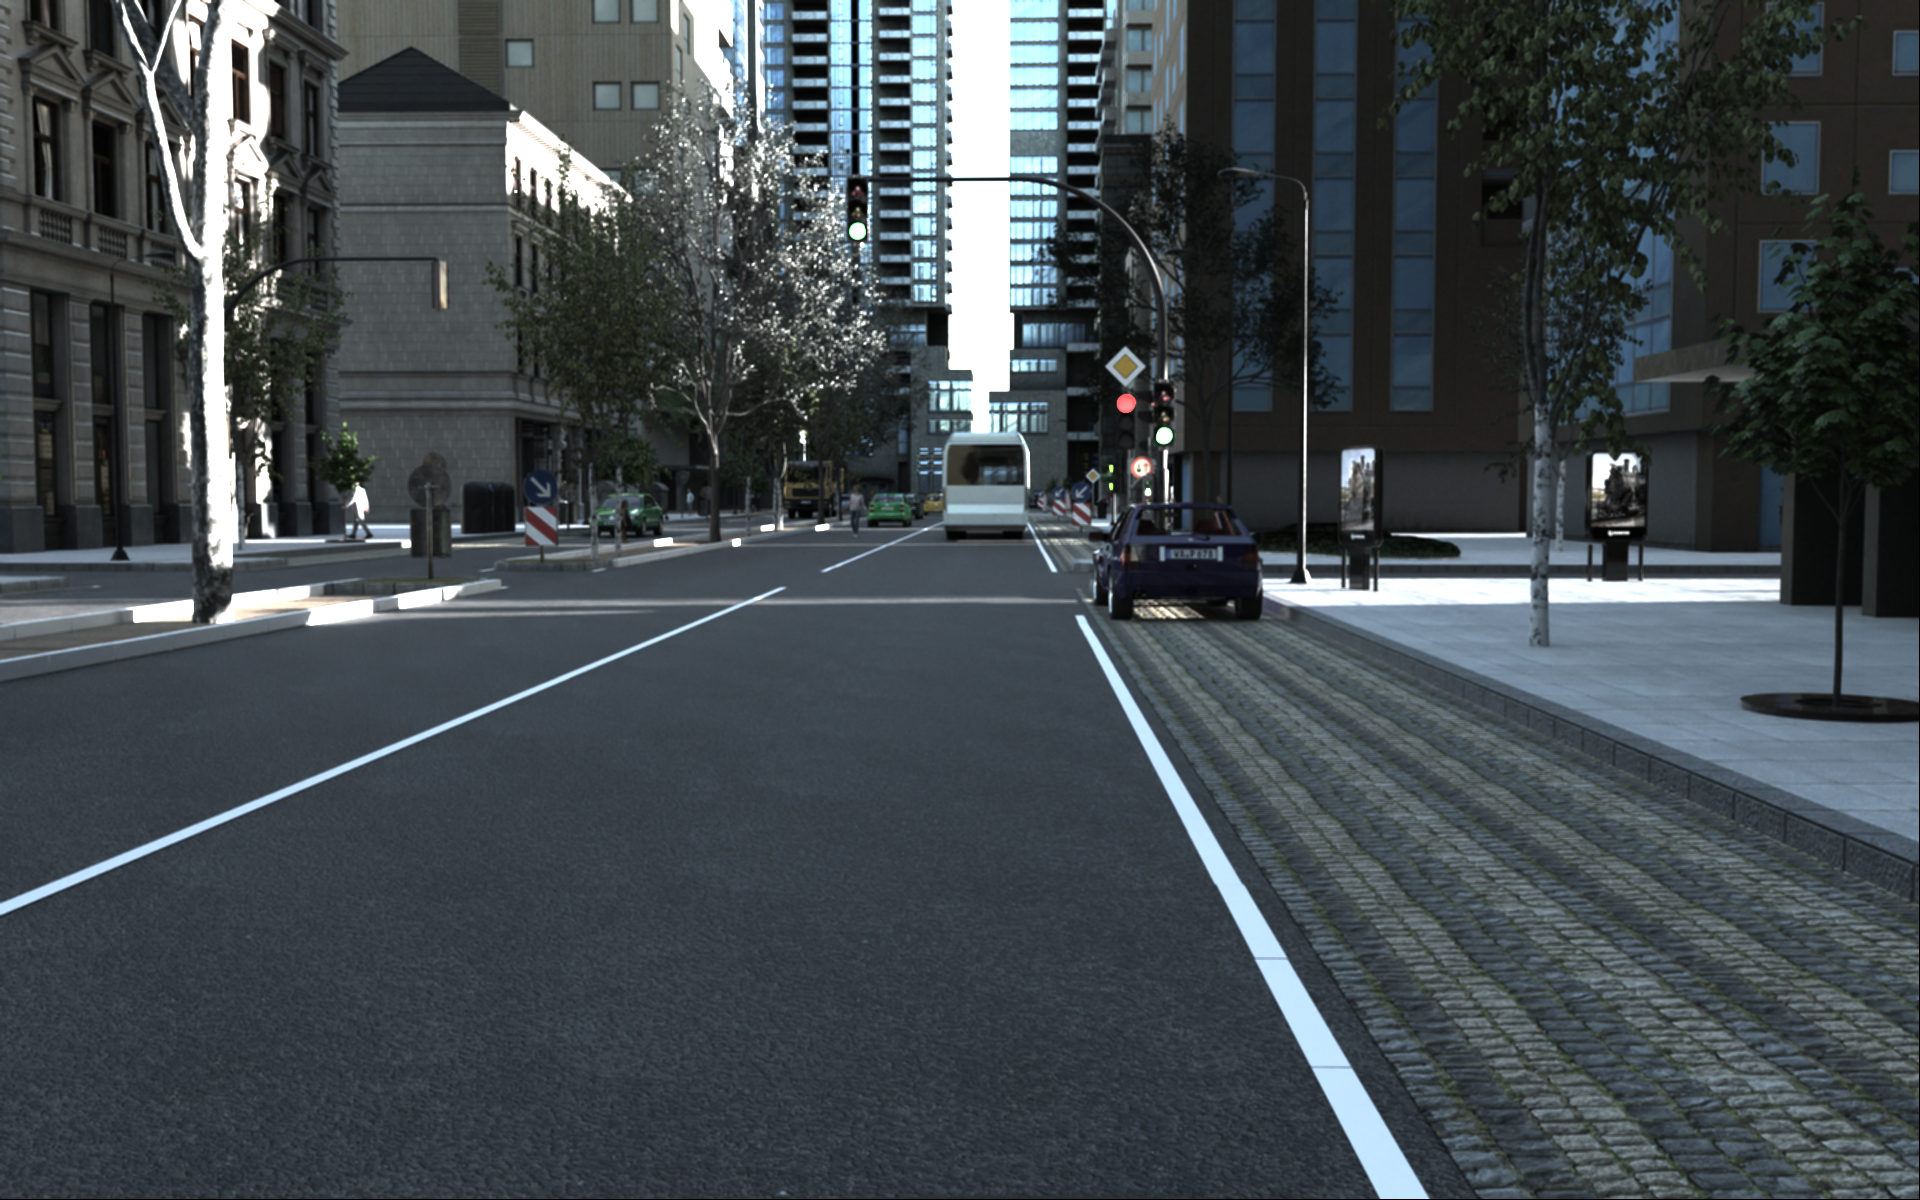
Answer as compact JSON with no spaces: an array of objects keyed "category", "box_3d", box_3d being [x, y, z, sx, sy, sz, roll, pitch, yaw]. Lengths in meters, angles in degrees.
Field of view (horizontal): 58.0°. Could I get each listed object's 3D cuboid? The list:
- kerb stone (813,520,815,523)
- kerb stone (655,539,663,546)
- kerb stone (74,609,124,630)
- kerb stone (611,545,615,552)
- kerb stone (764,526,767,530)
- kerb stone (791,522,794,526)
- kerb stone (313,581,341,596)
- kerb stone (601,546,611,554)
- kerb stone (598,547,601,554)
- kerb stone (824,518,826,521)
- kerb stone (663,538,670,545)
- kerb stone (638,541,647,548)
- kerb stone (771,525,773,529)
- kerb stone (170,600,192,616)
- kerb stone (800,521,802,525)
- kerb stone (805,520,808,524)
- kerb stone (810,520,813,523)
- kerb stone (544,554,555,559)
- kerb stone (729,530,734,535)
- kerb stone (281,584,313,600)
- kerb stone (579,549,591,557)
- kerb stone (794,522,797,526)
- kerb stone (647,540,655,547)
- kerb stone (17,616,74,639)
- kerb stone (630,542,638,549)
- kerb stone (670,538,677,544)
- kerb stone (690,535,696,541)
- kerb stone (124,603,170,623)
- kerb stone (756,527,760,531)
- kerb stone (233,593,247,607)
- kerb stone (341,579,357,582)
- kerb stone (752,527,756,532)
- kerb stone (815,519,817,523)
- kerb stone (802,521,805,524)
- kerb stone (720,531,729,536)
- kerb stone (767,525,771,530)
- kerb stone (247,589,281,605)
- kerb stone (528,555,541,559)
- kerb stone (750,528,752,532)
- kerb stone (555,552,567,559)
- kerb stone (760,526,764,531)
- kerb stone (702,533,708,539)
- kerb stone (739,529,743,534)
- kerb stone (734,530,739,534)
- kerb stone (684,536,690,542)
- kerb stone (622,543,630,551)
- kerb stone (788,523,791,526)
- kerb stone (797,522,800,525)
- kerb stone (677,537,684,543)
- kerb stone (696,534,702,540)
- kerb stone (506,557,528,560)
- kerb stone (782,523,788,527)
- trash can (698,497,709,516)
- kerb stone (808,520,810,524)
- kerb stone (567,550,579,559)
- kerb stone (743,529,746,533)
[{"category":"kerb stone","box_3d":[-7.325,-3.816,84.636,0.120,0.150,1.000,0,4,2]},{"category":"kerb stone","box_3d":[-8.424,-1.560,47.723,0.120,0.150,1.000,0,4,2]},{"category":"kerb stone","box_3d":[-9.303,0.225,18.549,0.120,0.150,1.000,0,4,2]},{"category":"kerb stone","box_3d":[-8.588,-1.247,42.607,0.120,0.150,1.000,0,4,2]},{"category":"kerb stone","box_3d":[-7.818,-2.816,68.237,0.120,0.150,1.000,0,4,2]},{"category":"kerb stone","box_3d":[-7.576,-3.317,76.425,0.120,0.150,1.000,0,4,2]},{"category":"kerb stone","box_3d":[-9.123,-0.153,24.696,0.120,0.150,1.000,0,4,2]},{"category":"kerb stone","box_3d":[-8.613,-1.186,41.581,0.120,0.150,1.000,0,4,2]},{"category":"kerb stone","box_3d":[-8.641,-1.121,40.555,0.120,0.150,1.000,0,4,2]},{"category":"kerb stone","box_3d":[-7.174,-4.133,89.771,0.120,0.150,1.000,0,4,2]},{"category":"kerb stone","box_3d":[-8.390,-1.625,48.757,0.120,0.150,1.000,0,4,2]},{"category":"kerb stone","box_3d":[-8.488,-1.436,45.678,0.120,0.150,1.000,0,4,2]},{"category":"kerb stone","box_3d":[-7.754,-2.936,70.281,0.120,0.150,1.000,0,4,2]},{"category":"kerb stone","box_3d":[-9.236,0.098,20.592,0.120,0.150,1.000,0,4,2]},{"category":"kerb stone","box_3d":[-7.478,-3.504,79.491,0.120,0.150,1.000,0,4,2]},{"category":"kerb stone","box_3d":[-7.417,-3.630,81.556,0.120,0.150,1.000,0,4,2]},{"category":"kerb stone","box_3d":[-7.355,-3.756,83.610,0.120,0.150,1.000,0,4,2]},{"category":"kerb stone","box_3d":[-8.769,-0.872,36.456,0.120,0.150,1.000,0,4,2]},{"category":"kerb stone","box_3d":[-8.064,-2.314,60.032,0.120,0.150,1.000,0,4,2]},{"category":"kerb stone","box_3d":[-9.145,-0.087,23.666,0.120,0.150,1.000,0,4,2]},{"category":"kerb stone","box_3d":[-8.674,-1.060,39.533,0.120,0.150,1.000,0,4,2]},{"category":"kerb stone","box_3d":[-7.540,-3.379,77.447,0.120,0.150,1.000,0,4,2]},{"category":"kerb stone","box_3d":[-8.466,-1.497,46.700,0.120,0.150,1.000,0,4,2]},{"category":"kerb stone","box_3d":[-9.328,0.286,17.526,0.120,0.150,1.000,0,4,2]},{"category":"kerb stone","box_3d":[-8.524,-1.374,44.656,0.120,0.150,1.000,0,4,2]},{"category":"kerb stone","box_3d":[-8.366,-1.687,49.785,0.120,0.150,1.000,0,4,2]},{"category":"kerb stone","box_3d":[-8.279,-1.877,52.876,0.120,0.150,1.000,0,4,2]},{"category":"kerb stone","box_3d":[-9.265,0.162,19.571,0.120,0.150,1.000,0,4,2]},{"category":"kerb stone","box_3d":[-7.876,-2.690,66.185,0.120,0.150,1.000,0,4,2]},{"category":"kerb stone","box_3d":[-9.210,0.035,21.616,0.120,0.150,1.000,0,4,2]},{"category":"kerb stone","box_3d":[-9.087,-0.216,25.722,0.120,0.150,1.000,0,4,2]},{"category":"kerb stone","box_3d":[-7.912,-2.628,65.163,0.120,0.150,1.000,0,4,2]},{"category":"kerb stone","box_3d":[-7.294,-3.882,85.660,0.120,0.150,1.000,0,4,2]},{"category":"kerb stone","box_3d":[-7.452,-3.562,80.520,0.120,0.150,1.000,0,4,2]},{"category":"kerb stone","box_3d":[-8.099,-2.246,59.011,0.120,0.150,1.000,0,4,2]},{"category":"kerb stone","box_3d":[-7.781,-2.879,69.259,0.120,0.150,1.000,0,4,2]},{"category":"kerb stone","box_3d":[-9.178,-0.027,22.642,0.120,0.150,1.000,0,4,2]},{"category":"kerb stone","box_3d":[-8.800,-0.809,35.430,0.120,0.150,1.000,0,4,2]},{"category":"kerb stone","box_3d":[-7.932,-2.565,64.135,0.120,0.150,1.000,0,4,2]},{"category":"kerb stone","box_3d":[-8.740,-0.927,37.481,0.120,0.150,1.000,0,4,2]},{"category":"kerb stone","box_3d":[-7.851,-2.753,67.212,0.120,0.150,1.000,0,4,2]},{"category":"kerb stone","box_3d":[-8.212,-2.002,54.923,0.120,0.150,1.000,0,4,2]},{"category":"kerb stone","box_3d":[-8.002,-2.440,62.092,0.120,0.150,1.000,0,4,2]},{"category":"kerb stone","box_3d":[-8.030,-2.377,61.056,0.120,0.150,1.000,0,4,2]},{"category":"kerb stone","box_3d":[-8.310,-1.809,51.852,0.120,0.150,1.000,0,4,2]},{"category":"kerb stone","box_3d":[-8.549,-1.311,43.630,0.120,0.150,1.000,0,4,2]},{"category":"kerb stone","box_3d":[-7.596,-3.252,75.399,0.120,0.150,1.000,0,4,2]},{"category":"kerb stone","box_3d":[-7.502,-3.442,78.469,0.120,0.150,1.000,0,4,2]},{"category":"kerb stone","box_3d":[-8.337,-1.746,50.821,0.120,0.150,1.000,0,4,2]},{"category":"kerb stone","box_3d":[-8.247,-1.937,53.898,0.120,0.150,1.000,0,4,2]},{"category":"kerb stone","box_3d":[-8.830,-0.747,34.408,0.120,0.150,1.000,0,4,2]},{"category":"kerb stone","box_3d":[-7.629,-3.192,74.377,0.120,0.150,1.000,0,4,2]},{"category":"trash can","box_3d":[-14.801,-5.395,99.868,0.748,1.137,0.748,0,3,0]},{"category":"kerb stone","box_3d":[-7.385,-3.688,82.582,0.120,0.150,1.000,0,4,2]},{"category":"kerb stone","box_3d":[-8.707,-0.997,38.502,0.120,0.150,1.000,0,4,2]},{"category":"kerb stone","box_3d":[-7.972,-2.496,63.114,0.120,0.150,1.000,0,4,2]}]
